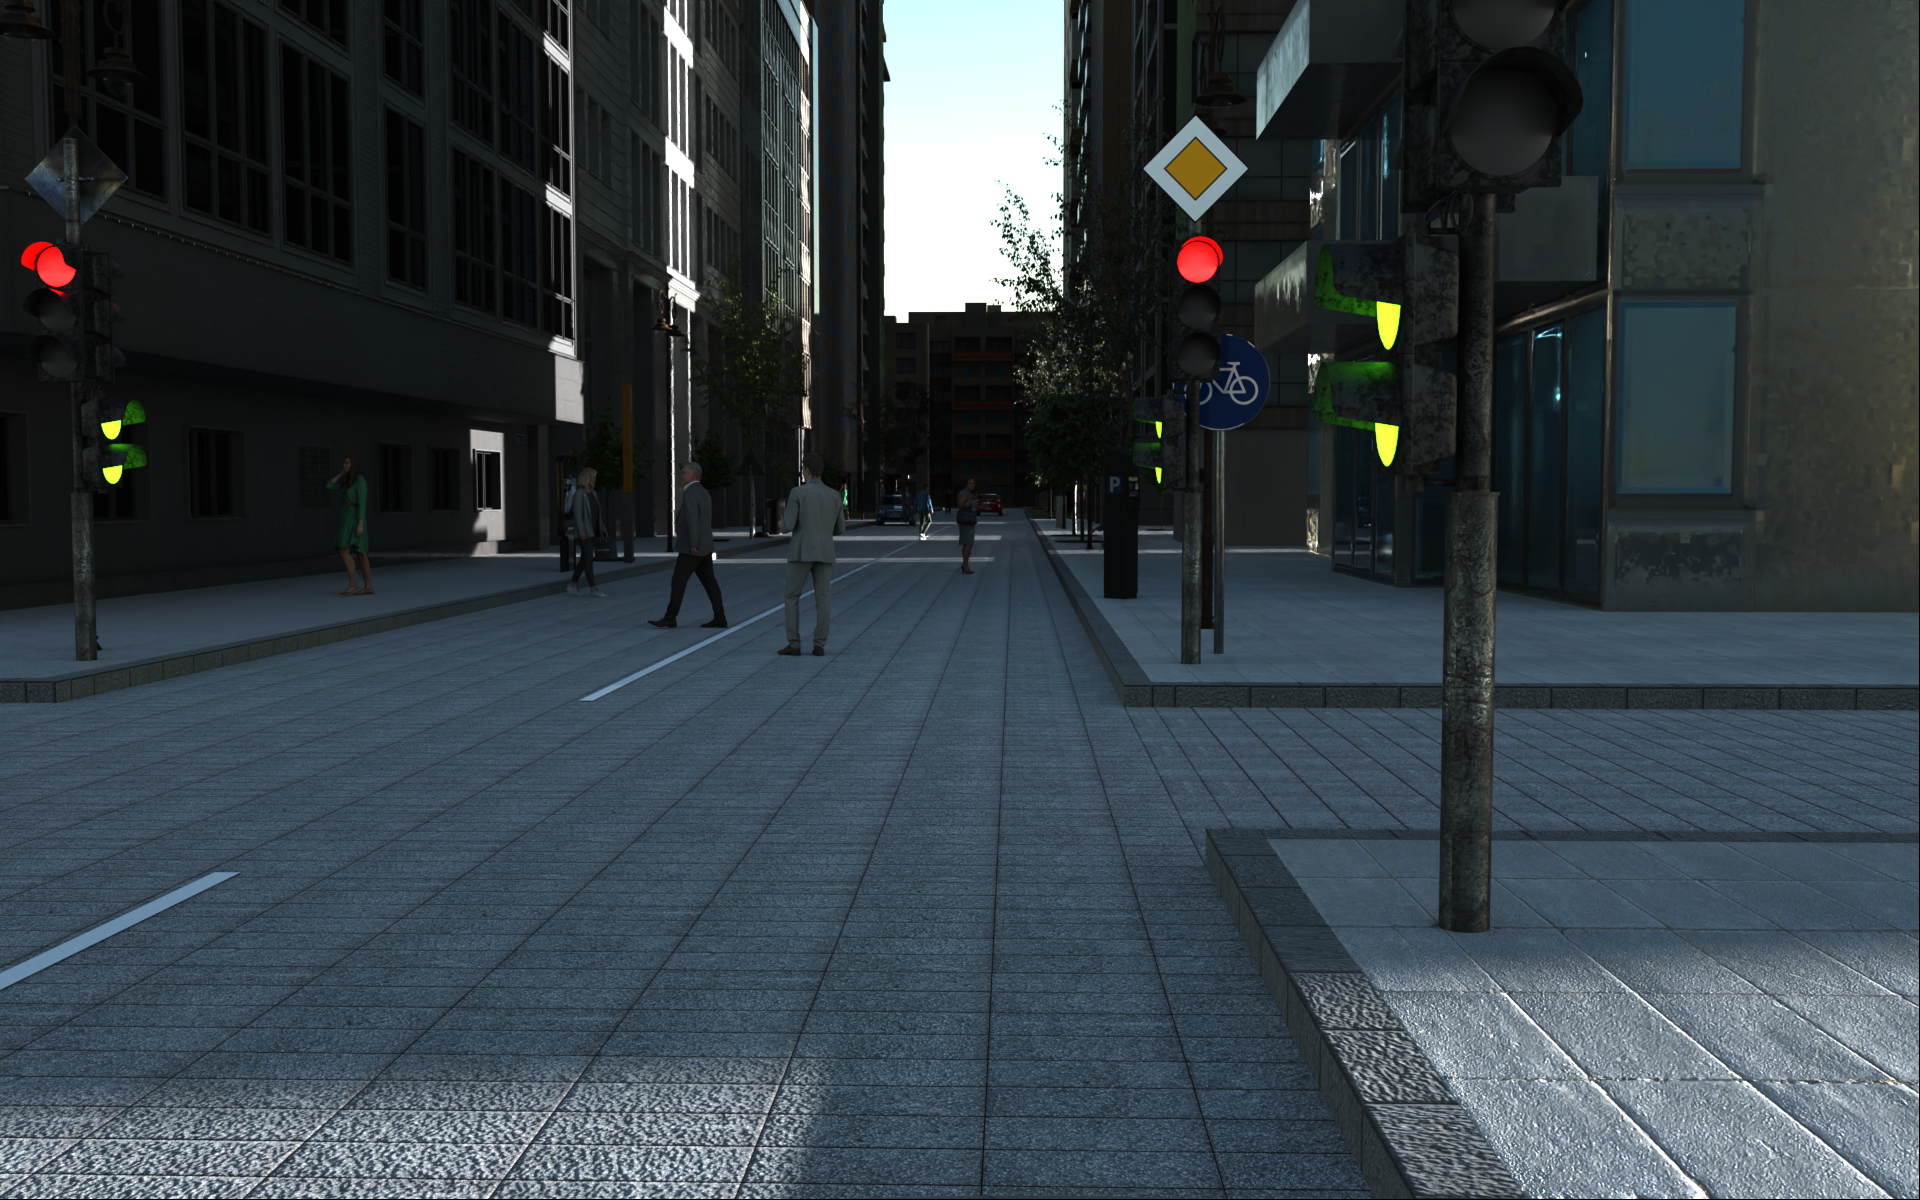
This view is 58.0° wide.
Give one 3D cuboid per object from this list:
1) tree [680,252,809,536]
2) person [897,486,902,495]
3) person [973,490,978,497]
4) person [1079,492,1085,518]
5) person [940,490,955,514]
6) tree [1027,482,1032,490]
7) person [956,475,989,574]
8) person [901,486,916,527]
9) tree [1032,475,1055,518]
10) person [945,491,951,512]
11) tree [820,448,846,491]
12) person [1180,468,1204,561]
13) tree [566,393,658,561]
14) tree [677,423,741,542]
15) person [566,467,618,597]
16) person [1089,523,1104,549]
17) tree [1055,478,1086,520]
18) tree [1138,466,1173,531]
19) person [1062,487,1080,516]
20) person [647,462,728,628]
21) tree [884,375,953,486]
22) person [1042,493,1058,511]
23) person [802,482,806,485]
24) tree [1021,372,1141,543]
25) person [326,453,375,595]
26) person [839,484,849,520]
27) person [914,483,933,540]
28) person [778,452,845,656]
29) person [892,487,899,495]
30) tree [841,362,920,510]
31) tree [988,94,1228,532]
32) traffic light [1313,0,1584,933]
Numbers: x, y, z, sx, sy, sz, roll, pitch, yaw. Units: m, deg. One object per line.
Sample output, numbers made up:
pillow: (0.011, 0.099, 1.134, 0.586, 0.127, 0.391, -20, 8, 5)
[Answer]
tree: (-6.345, -6.250, 52.553, 4.737, 8.622, 4.395, 0, 3, 0)
person: (-4.070, -6.849, 118.031, 0.705, 1.824, 1.348, -1, 4, -10)
person: (1.209, -8.048, 140.807, 1.217, 1.735, 0.721, -3, 4, -38)
person: (6.295, -5.095, 90.289, 0.436, 1.711, 0.756, 0, 4, -1)
person: (-0.918, -7.225, 127.156, 1.217, 1.766, 0.721, -2, 4, -24)
tree: (6.678, -9.296, 146.597, 1.663, 3.219, 1.824, 0, 3, 0)
person: (0.189, -1.366, 31.199, 0.532, 1.782, 0.716, 1, 4, 23)
person: (-2.250, -4.084, 75.546, 0.520, 1.790, 0.573, -2, 4, -35)
tree: (5.102, -5.997, 92.655, 1.663, 3.219, 1.824, 0, 3, 0)
person: (-0.945, -7.943, 139.091, 0.721, 1.736, 1.217, -1, 4, -18)
tree: (-5.755, -4.808, 73.218, 1.663, 3.219, 1.824, 0, 3, 0)
person: (4.544, -1.632, 33.078, 0.532, 1.782, 0.716, 2, 4, 27)
tree: (-6.765, -2.363, 33.243, 1.663, 3.219, 1.824, 0, 3, 0)
tree: (-6.884, -3.198, 46.886, 1.663, 3.219, 1.824, 0, 3, 0)
person: (-5.191, -0.953, 24.262, 0.728, 1.800, 0.709, 2, 4, 24)
person: (3.452, -1.633, 38.245, 0.738, 1.151, 1.012, -3, 4, -36)
tree: (5.981, -5.664, 87.206, 1.663, 3.219, 1.824, 0, 3, 0)
tree: (7.200, -4.045, 60.738, 1.663, 3.219, 1.824, 0, 3, 0)
person: (6.500, -5.933, 102.685, 1.348, 1.869, 0.705, 3, 5, 41)
person: (-2.910, -0.587, 18.503, 0.834, 1.777, 0.661, 0, 4, 1)
tree: (-4.408, -12.336, 136.109, 8.767, 10.594, 7.601, 1, 4, 11)
person: (6.656, -7.404, 127.089, 1.348, 1.826, 0.705, 0, 4, -8)
person: (-6.305, -3.908, 70.291, 0.721, 1.781, 0.623, 0, 4, -3)
tree: (3.262, -3.823, 46.221, 4.285, 4.588, 4.351, 0, 3, 0)
person: (-7.637, -0.954, 21.887, 0.600, 1.795, 0.529, 3, 5, 39)
person: (-5.660, -4.802, 84.805, 0.529, 1.795, 0.600, -1, 4, -15)
person: (-1.149, -2.769, 54.123, 0.601, 1.785, 0.444, 3, 5, 45)
person: (-1.364, -0.413, 15.460, 0.606, 1.804, 0.583, -3, 4, -38)
person: (-4.659, -7.527, 129.118, 1.348, 1.823, 0.705, 1, 4, 14)
tree: (-4.399, -8.935, 96.456, 4.360, 8.622, 3.978, 0, 3, 0)
tree: (2.680, -4.953, 31.339, 4.360, 8.622, 3.978, 0, 3, 0)
traffic light: (1.476, -0.985, 5.019, 0.839, 4.253, 0.868, 0, 4, 2)
